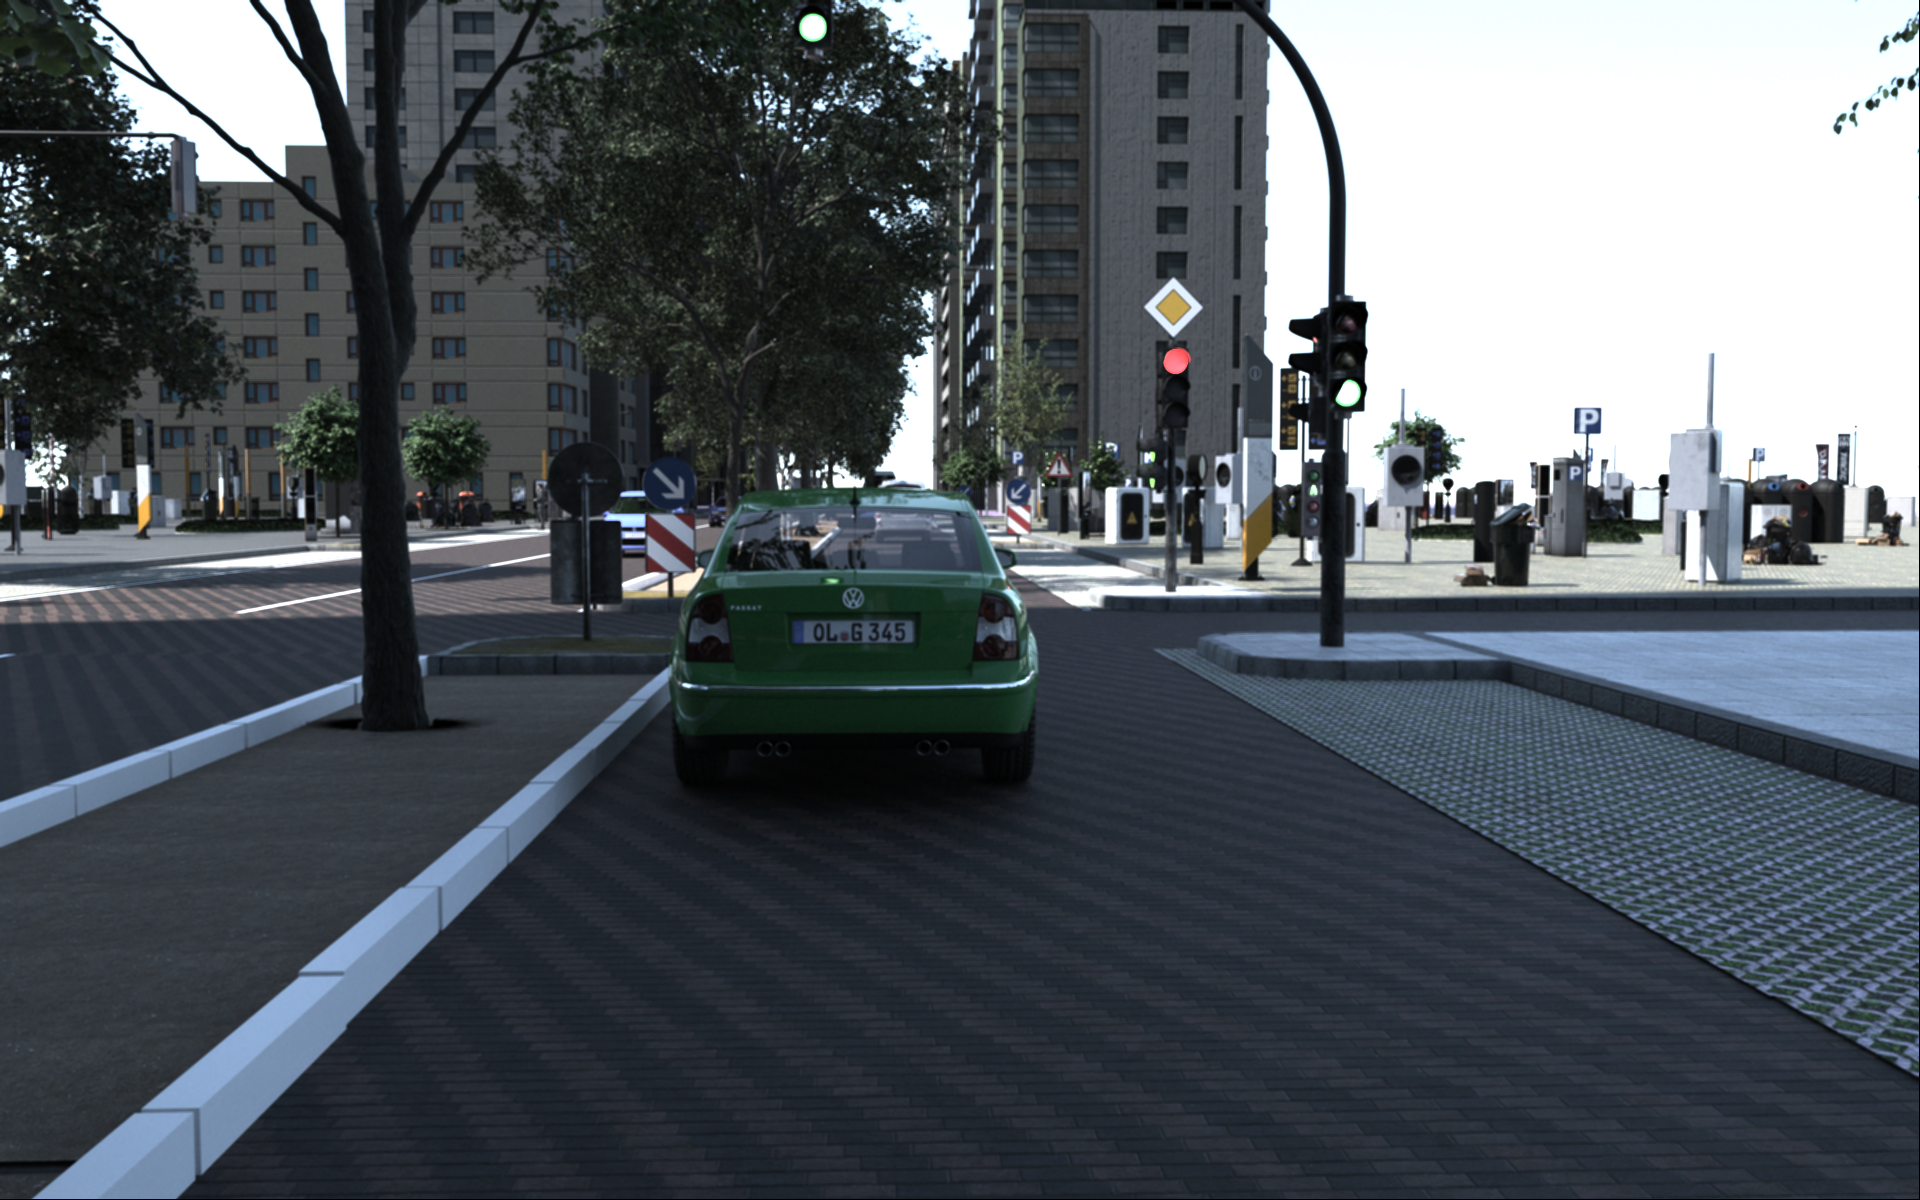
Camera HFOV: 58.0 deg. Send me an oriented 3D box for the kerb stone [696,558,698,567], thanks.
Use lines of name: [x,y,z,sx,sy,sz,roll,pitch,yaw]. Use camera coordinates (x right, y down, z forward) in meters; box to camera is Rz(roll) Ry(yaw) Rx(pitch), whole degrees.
kerb stone: [-5.286,-0.798,35.315,0.120,0.150,1.000,0,4,-3]

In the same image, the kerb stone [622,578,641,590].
kerb stone: [-4.790,-0.176,25.080,0.120,0.150,1.000,0,4,-3]

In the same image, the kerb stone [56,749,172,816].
kerb stone: [-3.982,0.860,8.140,0.120,0.150,1.000,0,4,-3]

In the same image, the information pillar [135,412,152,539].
information pillar: [-23.269,-3.548,49.364,0.504,3.616,0.183,2,4,26]

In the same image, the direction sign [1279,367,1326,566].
direction sign: [6.126,-2.382,30.939,0.876,3.537,0.379,2,4,27]

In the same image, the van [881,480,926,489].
van: [-1.703,-2.726,51.575,2.013,2.044,4.112,0,4,-2]

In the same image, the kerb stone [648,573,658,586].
kerb stone: [-4.886,-0.301,27.121,0.120,0.150,1.000,0,4,-3]

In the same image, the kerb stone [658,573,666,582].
kerb stone: [-4.939,-0.364,28.142,0.120,0.150,1.000,0,4,-3]

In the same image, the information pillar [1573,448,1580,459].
information pillar: [31.349,-5.923,88.195,0.504,3.616,0.183,-2,4,-34]

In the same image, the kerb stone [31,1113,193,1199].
kerb stone: [-1.633,1.173,3.113,0.120,0.150,1.000,0,4,-3]

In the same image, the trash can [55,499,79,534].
trash can: [-28.458,-2.664,55.214,0.748,1.137,0.748,0,3,0]

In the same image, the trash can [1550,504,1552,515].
trash can: [23.724,-3.487,68.660,0.748,1.137,0.748,0,3,0]

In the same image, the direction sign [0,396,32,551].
direction sign: [-21.465,-2.886,39.175,0.876,3.537,0.379,-3,5,-42]

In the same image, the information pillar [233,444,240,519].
information pillar: [-34.170,-5.531,81.781,0.183,3.616,0.504,0,4,-5]

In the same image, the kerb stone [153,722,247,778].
kerb stone: [-4.027,0.797,9.161,0.120,0.150,1.000,0,4,-3]

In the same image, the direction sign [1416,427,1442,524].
direction sign: [15.949,-4.098,58.993,0.876,3.537,0.379,0,4,-7]

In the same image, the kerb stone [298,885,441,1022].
kerb stone: [-1.740,1.042,5.154,0.120,0.150,1.000,0,4,-3]

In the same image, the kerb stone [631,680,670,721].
kerb stone: [-2.034,0.666,11.314,0.120,0.150,1.000,0,4,-3]

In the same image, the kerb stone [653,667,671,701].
kerb stone: [-2.084,0.604,12.343,0.120,0.150,1.000,0,4,-3]

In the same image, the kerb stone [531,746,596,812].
kerb stone: [-1.883,0.855,8.222,0.120,0.150,1.000,0,4,-3]

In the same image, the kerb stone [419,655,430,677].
kerb stone: [-4.230,0.546,13.270,0.120,0.150,1.000,0,4,-3]

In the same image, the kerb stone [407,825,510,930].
kerb stone: [-1.783,0.983,6.178,0.120,0.150,1.000,0,4,-3]

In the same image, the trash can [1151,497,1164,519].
trash can: [10.252,-4.777,89.756,0.748,1.137,0.748,0,3,0]

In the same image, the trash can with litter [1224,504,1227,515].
trash can with litter: [9.113,-2.735,56.108,1.055,1.170,0.624,0,4,1]

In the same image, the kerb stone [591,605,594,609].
kerb stone: [-4.652,0.011,22.011,0.120,0.150,1.000,0,4,-3]

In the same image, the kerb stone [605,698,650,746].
kerb stone: [-1.979,0.731,10.277,0.120,0.150,1.000,0,4,-3]

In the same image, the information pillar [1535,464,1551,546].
information pillar: [14.334,-2.332,42.622,0.304,2.012,0.304,0,4,3]

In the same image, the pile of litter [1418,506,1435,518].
pile of litter: [25.294,-4.903,94.134,1.176,0.858,1.719,1,4,14]

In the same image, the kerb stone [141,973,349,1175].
kerb stone: [-1.679,1.111,4.134,0.120,0.150,1.000,0,4,-3]

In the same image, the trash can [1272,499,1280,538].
trash can: [8.986,-2.386,50.667,0.748,1.137,0.748,0,3,0]

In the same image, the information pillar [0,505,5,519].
information pillar: [-38.396,-4.770,69.348,0.183,3.616,0.504,-3,5,-44]

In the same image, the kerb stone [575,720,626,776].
kerb stone: [-1.928,0.795,9.247,0.120,0.150,1.000,0,4,-3]

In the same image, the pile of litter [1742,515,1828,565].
pile of litter: [14.902,-1.086,31.721,1.719,0.858,1.176,2,4,31]

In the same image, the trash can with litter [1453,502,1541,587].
trash can with litter: [7.467,-0.777,24.088,1.055,1.170,0.624,0,4,-5]

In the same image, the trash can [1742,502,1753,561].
trash can: [14.791,-1.318,33.211,0.748,1.137,0.748,0,3,0]

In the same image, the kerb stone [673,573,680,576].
kerb stone: [-5.038,-0.489,30.194,0.120,0.150,1.000,0,4,-3]

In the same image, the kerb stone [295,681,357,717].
kerb stone: [-4.136,0.674,11.219,0.120,0.150,1.000,0,4,-3]

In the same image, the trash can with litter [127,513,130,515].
trash can with litter: [-41.209,-4.600,86.591,0.624,1.170,1.055,3,5,44]

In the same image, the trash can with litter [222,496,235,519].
trash can with litter: [-31.132,-3.791,73.040,2.233,1.210,1.678,0,4,8]

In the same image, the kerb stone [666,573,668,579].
kerb stone: [-4.991,-0.423,29.174,0.120,0.150,1.000,0,4,-3]

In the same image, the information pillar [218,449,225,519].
information pillar: [-38.316,-6.026,89.878,0.183,3.616,0.504,-3,5,-44]

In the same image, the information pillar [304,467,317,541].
information pillar: [-17.707,-2.613,47.212,0.304,2.012,0.304,-1,4,-21]

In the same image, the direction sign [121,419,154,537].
direction sign: [-24.787,-3.686,52.264,0.876,3.537,0.379,-2,4,-26]

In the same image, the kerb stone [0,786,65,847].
kerb stone: [-3.930,0.922,7.119,0.120,0.150,1.000,0,4,-3]

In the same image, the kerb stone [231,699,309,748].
kerb stone: [-4.073,0.734,10.195,0.120,0.150,1.000,0,4,-3]

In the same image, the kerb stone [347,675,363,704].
kerb stone: [-4.174,0.609,12.247,0.120,0.150,1.000,0,4,-3]

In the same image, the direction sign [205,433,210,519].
direction sign: [-28.254,-4.471,65.100,0.379,3.537,0.876,-2,4,-32]

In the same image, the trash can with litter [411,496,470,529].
trash can with litter: [-19.605,-3.314,65.244,2.233,1.210,1.678,-1,4,-23]

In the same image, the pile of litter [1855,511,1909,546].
pile of litter: [23.059,-1.795,43.312,1.176,0.858,1.719,1,4,20]

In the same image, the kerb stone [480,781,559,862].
kerb stone: [-1.831,0.921,7.200,0.120,0.150,1.000,0,4,-3]

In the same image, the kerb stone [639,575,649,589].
kerb stone: [-4.845,-0.239,26.100,0.120,0.150,1.000,0,4,-3]

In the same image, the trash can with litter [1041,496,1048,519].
trash can with litter: [4.600,-4.830,90.364,0.624,1.170,1.055,1,4,18]

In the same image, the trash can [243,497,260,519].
trash can: [-32.739,-4.186,80.094,0.748,1.137,0.748,0,3,0]
